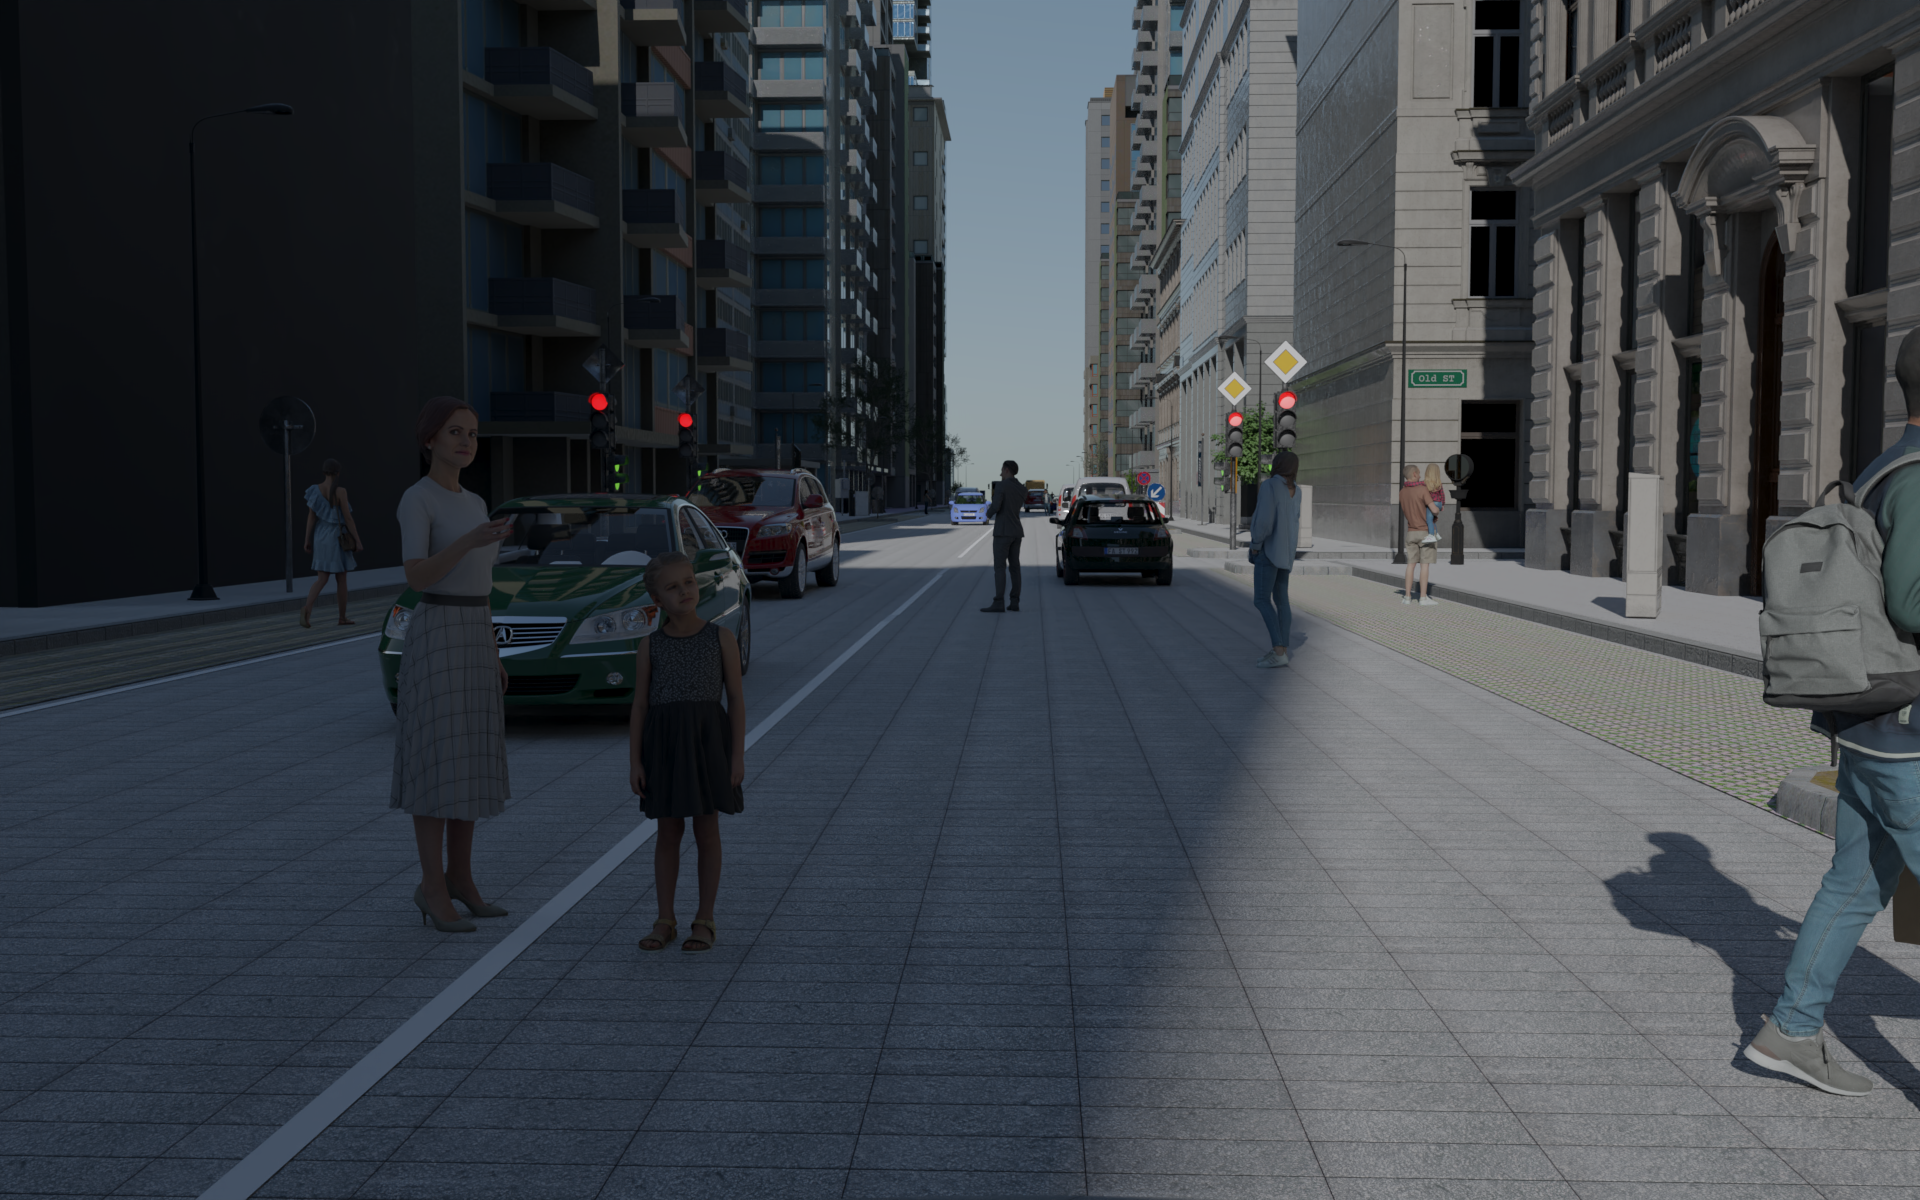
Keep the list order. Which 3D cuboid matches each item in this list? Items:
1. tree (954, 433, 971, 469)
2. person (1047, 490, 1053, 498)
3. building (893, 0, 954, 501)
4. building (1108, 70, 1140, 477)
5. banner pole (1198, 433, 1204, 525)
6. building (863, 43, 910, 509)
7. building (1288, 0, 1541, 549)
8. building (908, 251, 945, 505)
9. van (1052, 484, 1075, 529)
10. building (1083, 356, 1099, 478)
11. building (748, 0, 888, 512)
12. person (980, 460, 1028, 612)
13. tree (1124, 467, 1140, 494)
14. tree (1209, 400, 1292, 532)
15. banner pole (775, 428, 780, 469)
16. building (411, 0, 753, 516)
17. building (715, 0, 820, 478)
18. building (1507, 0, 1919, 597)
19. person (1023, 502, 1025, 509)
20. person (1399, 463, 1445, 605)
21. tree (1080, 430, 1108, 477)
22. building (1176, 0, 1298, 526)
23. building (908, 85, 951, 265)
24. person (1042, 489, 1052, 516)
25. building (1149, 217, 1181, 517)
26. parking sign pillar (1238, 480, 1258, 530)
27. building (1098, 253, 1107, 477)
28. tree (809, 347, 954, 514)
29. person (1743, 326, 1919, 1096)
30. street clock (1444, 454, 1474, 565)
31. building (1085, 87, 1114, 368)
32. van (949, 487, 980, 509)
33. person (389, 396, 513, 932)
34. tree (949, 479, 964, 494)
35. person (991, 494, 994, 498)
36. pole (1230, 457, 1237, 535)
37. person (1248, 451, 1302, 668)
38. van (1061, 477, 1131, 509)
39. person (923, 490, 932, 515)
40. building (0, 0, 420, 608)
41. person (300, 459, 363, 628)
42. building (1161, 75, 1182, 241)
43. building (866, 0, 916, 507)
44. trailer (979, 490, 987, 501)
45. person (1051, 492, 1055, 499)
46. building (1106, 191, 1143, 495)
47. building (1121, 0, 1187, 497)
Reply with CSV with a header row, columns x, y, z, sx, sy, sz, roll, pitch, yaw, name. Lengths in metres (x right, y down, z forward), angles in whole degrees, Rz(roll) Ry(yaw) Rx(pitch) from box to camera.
x,y,z,sx,sy,sz,roll,pitch,yaw,name
-3.028,-15.605,189.559,8.767,10.594,7.601,-1,4,-9,tree
7.967,-9.238,159.177,1.348,1.869,0.705,1,4,11,person
-11.784,-57.709,256.215,22.319,86.520,31.000,0,4,2,building
22.882,-32.522,181.843,14.600,45.320,14.200,0,4,2,building
9.918,-4.973,71.330,0.401,3.779,0.863,-1,4,-9,banner pole
-11.998,-28.726,153.261,14.154,41.232,14.086,0,4,2,building
31.901,-16.547,46.962,44.131,29.872,17.030,0,4,2,building
-9.185,-26.634,207.159,14.160,30.474,14.107,0,4,2,building
4.885,-4.020,72.743,2.013,2.044,4.112,0,4,3,van
30.660,-23.547,230.030,27.650,21.520,28.899,0,4,2,building
-18.061,-31.258,130.670,23.786,49.044,30.456,0,4,2,building
0.513,-0.787,21.172,0.447,1.846,0.655,3,5,42,person
12.075,-7.782,121.832,1.663,3.219,1.824,0,3,0,tree
10.293,-4.611,59.097,4.285,4.588,4.351,0,3,0,tree
-6.937,-4.648,66.016,0.401,3.779,0.863,1,4,8,banner pole
-18.838,-24.467,54.656,22.147,44.769,28.867,0,4,2,building
-24.030,-24.313,89.406,32.217,40.220,23.993,0,4,2,building
14.274,-11.699,20.159,11.050,23.489,19.941,0,4,2,building
6.302,-9.639,166.227,1.348,1.807,0.705,-1,4,-11,person
5.967,-0.848,22.340,0.580,1.828,0.573,0,4,6,person
15.890,-15.231,199.385,4.360,8.622,3.978,0,3,0,tree
16.709,-18.422,78.700,11.434,29.767,29.804,0,4,2,building
-15.997,-39.080,228.202,28.713,52.752,27.495,0,4,2,building
5.657,-6.381,113.175,0.623,1.781,0.721,0,4,-5,person
17.271,-14.653,104.208,10.561,19.102,19.286,0,4,2,building
10.826,-4.544,62.765,1.447,3.967,1.447,-2,4,-27,parking sign pillar
23.604,-26.676,207.849,14.160,30.474,14.107,0,4,2,building
-5.990,-10.774,110.566,8.767,10.594,7.601,1,4,21,tree
2.208,0.276,3.975,0.713,1.824,0.794,2,4,34,person
9.029,-1.640,31.386,0.471,2.002,0.358,3,4,36,street clock
29.082,-43.761,257.493,21.231,58.520,28.212,0,4,2,building
0.405,-5.839,102.473,2.013,2.044,4.112,0,4,4,van
-1.614,0.205,5.725,0.524,1.755,0.480,1,4,16,person
-0.494,-14.121,225.480,1.663,3.219,1.824,0,3,0,tree
4.633,-13.497,229.892,1.217,1.735,0.721,3,5,41,person
8.556,-3.686,54.113,0.158,3.312,0.155,0,3,0,pole
2.655,-0.351,14.497,0.793,1.790,0.793,1,4,9,person
3.560,-2.245,43.716,2.013,2.044,4.112,0,4,4,van
-2.277,-6.825,120.808,0.721,1.735,1.217,-2,4,-27,person
-18.037,-11.963,25.271,15.834,23.373,12.332,0,4,2,building
-6.737,-0.611,18.586,0.616,1.811,0.778,1,4,18,person
21.137,-21.469,122.720,14.160,30.474,14.107,0,4,2,building
-14.874,-44.743,169.796,20.563,71.187,20.611,0,4,2,building
3.333,-15.847,266.148,1.471,1.999,3.904,0,4,3,trailer
13.941,-15.518,262.245,1.348,1.821,0.705,-1,4,-15,person
21.791,-24.190,167.211,14.160,30.474,14.107,0,4,2,building
25.784,-32.086,144.219,23.786,49.044,30.456,0,4,2,building
